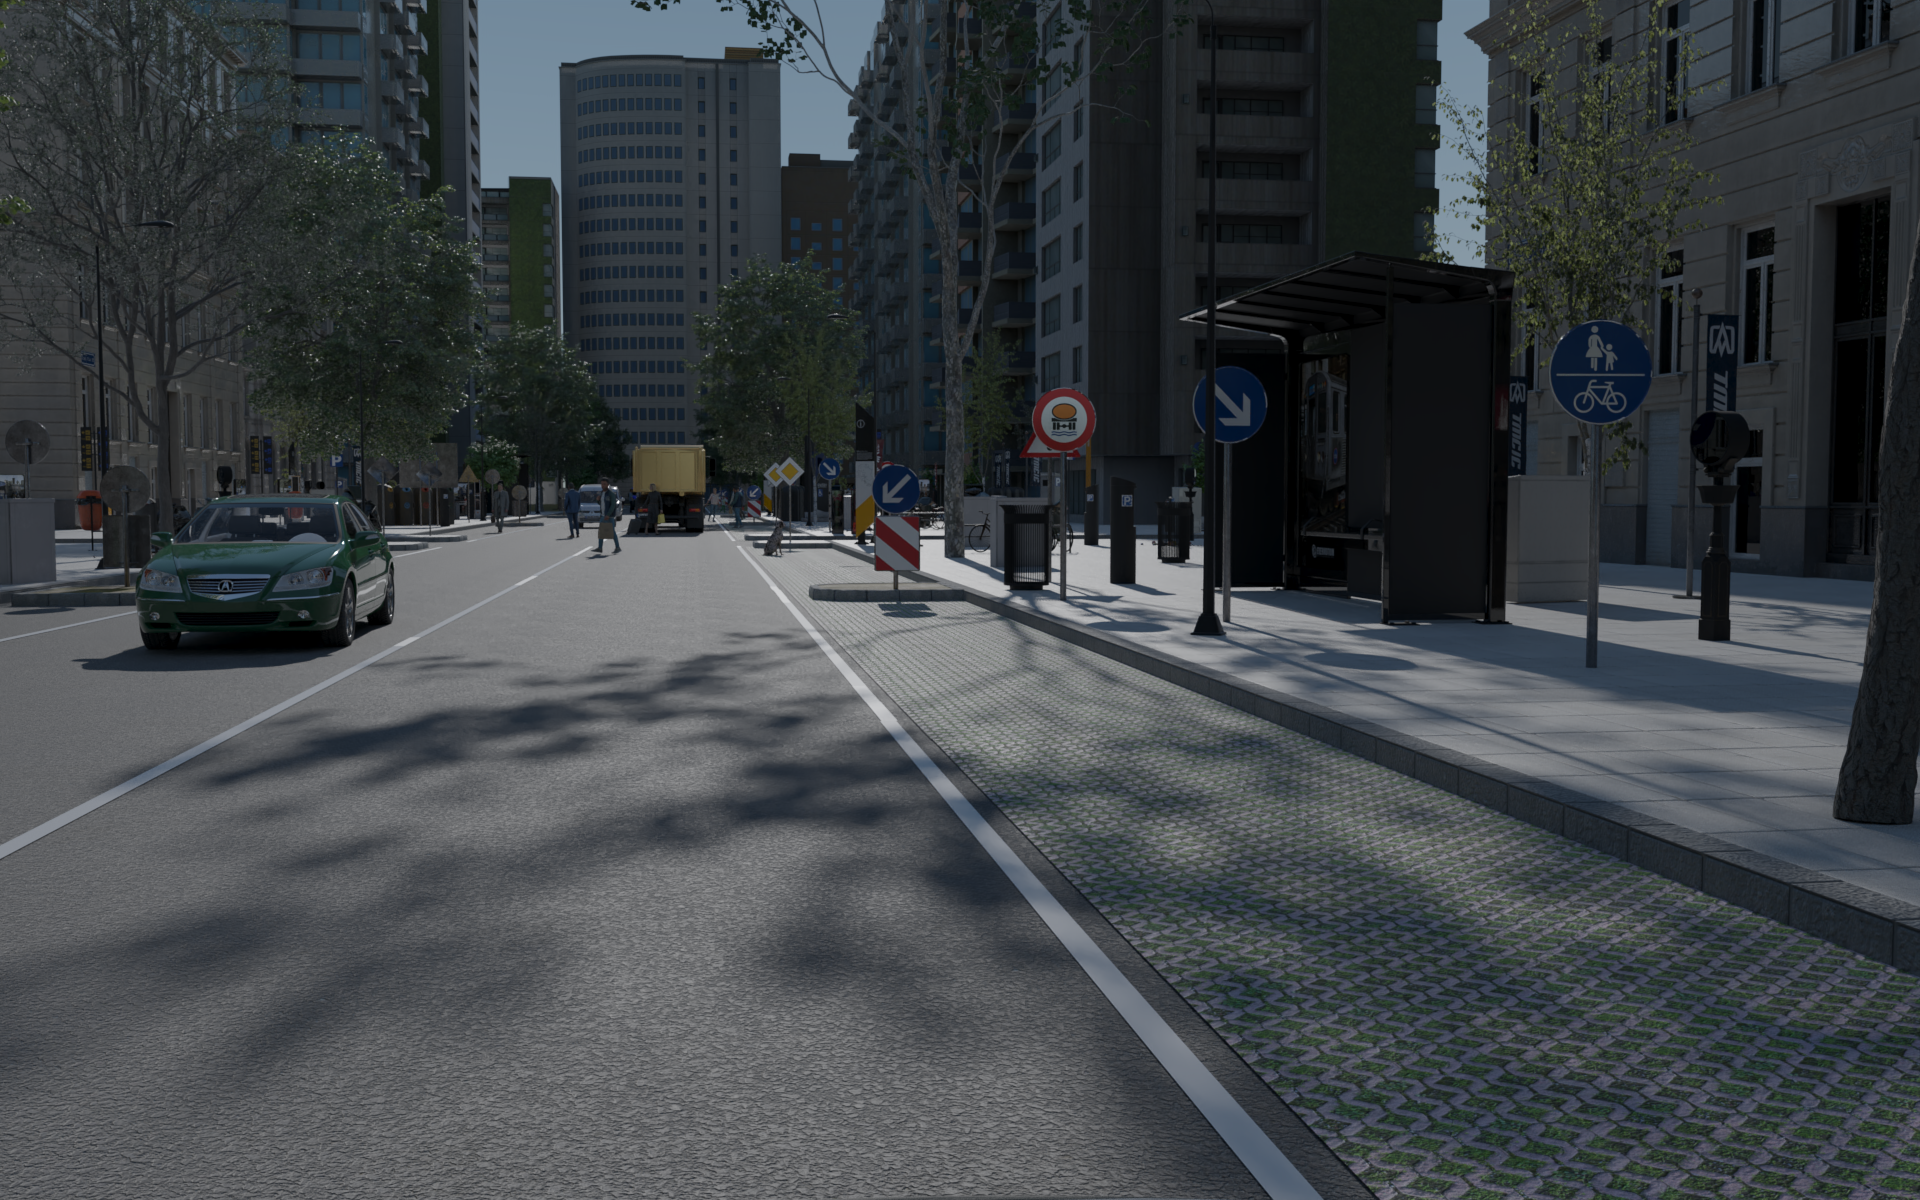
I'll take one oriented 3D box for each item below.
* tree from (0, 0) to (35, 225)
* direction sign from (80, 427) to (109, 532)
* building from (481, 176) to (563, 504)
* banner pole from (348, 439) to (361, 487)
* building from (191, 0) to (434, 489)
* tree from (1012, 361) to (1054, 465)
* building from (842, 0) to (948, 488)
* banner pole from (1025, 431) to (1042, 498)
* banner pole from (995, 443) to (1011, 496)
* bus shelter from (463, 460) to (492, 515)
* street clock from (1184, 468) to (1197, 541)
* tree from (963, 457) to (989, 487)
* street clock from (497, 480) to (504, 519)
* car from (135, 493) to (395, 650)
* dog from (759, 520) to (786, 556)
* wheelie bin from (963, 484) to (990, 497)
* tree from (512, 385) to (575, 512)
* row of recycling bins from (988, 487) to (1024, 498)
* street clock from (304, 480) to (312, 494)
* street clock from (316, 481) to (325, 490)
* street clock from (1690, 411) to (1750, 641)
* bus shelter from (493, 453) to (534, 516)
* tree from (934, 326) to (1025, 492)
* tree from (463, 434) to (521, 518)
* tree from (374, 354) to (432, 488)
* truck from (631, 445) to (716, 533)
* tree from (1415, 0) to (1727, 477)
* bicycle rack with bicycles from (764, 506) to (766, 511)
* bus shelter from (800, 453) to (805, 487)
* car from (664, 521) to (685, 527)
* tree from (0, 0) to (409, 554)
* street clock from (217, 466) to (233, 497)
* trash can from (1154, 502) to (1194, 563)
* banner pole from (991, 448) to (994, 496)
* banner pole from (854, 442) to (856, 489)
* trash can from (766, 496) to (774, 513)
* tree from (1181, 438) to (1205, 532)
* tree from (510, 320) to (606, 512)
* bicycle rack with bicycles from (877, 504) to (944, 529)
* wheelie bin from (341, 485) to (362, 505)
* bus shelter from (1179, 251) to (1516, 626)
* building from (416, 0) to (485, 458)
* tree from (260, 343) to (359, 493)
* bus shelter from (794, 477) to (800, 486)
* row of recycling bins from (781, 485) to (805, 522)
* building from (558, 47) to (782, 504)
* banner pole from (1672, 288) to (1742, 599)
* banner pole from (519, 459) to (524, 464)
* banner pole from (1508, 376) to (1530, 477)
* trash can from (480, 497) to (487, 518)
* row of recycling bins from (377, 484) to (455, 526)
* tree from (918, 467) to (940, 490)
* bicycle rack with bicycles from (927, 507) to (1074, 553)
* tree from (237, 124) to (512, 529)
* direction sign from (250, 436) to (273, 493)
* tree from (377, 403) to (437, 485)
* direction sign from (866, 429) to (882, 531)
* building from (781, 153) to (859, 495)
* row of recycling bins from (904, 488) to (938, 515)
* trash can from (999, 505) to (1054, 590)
[{"bbox_3d":[-13.197,-5.987,16.019,7.486,12.596,7.792,0,3,0],"label":"tree"},{"bbox_3d":[-29.162,-4.064,58.436,0.876,3.537,0.379,0,4,-6],"label":"direction sign"},{"bbox_3d":[-59.257,-33.104,224.837,14.086,41.232,14.154,-1,4,-9],"label":"building"},{"bbox_3d":[-27.598,-5.444,79.028,0.863,3.779,0.401,-1,4,-20],"label":"banner pole"},{"bbox_3d":[-54.828,-31.694,137.803,23.786,49.044,30.456,-1,4,-9],"label":"building"},{"bbox_3d":[5.034,-8.779,93.905,4.360,8.622,3.978,0,3,0],"label":"tree"},{"bbox_3d":[0.109,-34.343,181.108,23.786,49.044,30.456,-1,4,-9],"label":"building"},{"bbox_3d":[2.901,-4.846,69.256,0.863,3.779,0.401,0,4,1],"label":"banner pole"},{"bbox_3d":[2.236,-5.764,84.259,0.401,3.779,0.863,-2,4,-31],"label":"banner pole"},{"bbox_3d":[-29.764,-7.148,108.153,1.731,3.624,6.357,-1,4,-9],"label":"bus shelter"},{"bbox_3d":[6.302,-2.617,47.366,0.358,2.002,0.471,1,4,20],"label":"street clock"},{"bbox_3d":[0.592,-5.853,90.300,1.663,3.219,1.824,0,3,0],"label":"tree"},{"bbox_3d":[-23.944,-5.245,90.324,0.358,2.002,0.471,0,4,-1],"label":"street clock"},{"bbox_3d":[-6.907,-0.354,17.585,2.131,1.459,4.920,-1,4,-11],"label":"car"},{"bbox_3d":[-4.437,-1.429,40.202,0.800,0.831,0.513,-1,4,-8],"label":"dog"},{"bbox_3d":[0.447,-2.872,54.866,0.980,1.594,0.693,0,4,4],"label":"wheelie bin"},{"bbox_3d":[-28.395,-10.225,117.547,4.360,8.622,3.978,0,3,0],"label":"tree"},{"bbox_3d":[2.661,-5.567,98.128,1.069,1.692,3.534,2,4,29],"label":"row of recycling bins"},{"bbox_3d":[-34.189,-5.279,90.886,0.358,2.002,0.471,0,4,-2],"label":"street clock"},{"bbox_3d":[-36.058,-5.697,97.723,0.358,2.002,0.471,1,4,18],"label":"street clock"},{"bbox_3d":[6.624,-0.647,15.152,0.358,2.002,0.471,-1,4,-20],"label":"street clock"},{"bbox_3d":[-26.364,-6.814,102.691,1.731,3.624,6.357,-1,4,-9],"label":"bus shelter"},{"bbox_3d":[0.959,-7.701,76.277,4.737,8.622,4.395,0,3,0],"label":"tree"},{"bbox_3d":[-25.504,-6.786,94.671,4.285,4.588,4.351,0,3,0],"label":"tree"},{"bbox_3d":[-30.538,-8.532,89.866,4.360,8.622,3.978,0,3,0],"label":"tree"},{"bbox_3d":[-11.270,-4.389,67.691,3.469,3.379,9.791,0,4,-8],"label":"truck"},{"bbox_3d":[8.651,-4.512,24.133,4.360,8.622,3.978,0,3,0],"label":"tree"},{"bbox_3d":[-13.020,-7.012,128.027,2.925,0.926,2.852,-1,4,-12],"label":"bicycle rack with bicycles"},{"bbox_3d":[-8.656,-6.733,101.366,1.731,3.624,6.357,-1,4,-9],"label":"bus shelter"},{"bbox_3d":[-12.970,-3.885,75.877,2.083,1.381,4.827,-1,4,-11],"label":"car"},{"bbox_3d":[-17.227,-7.739,36.903,12.009,13.543,11.850,0,3,0],"label":"tree"},{"bbox_3d":[-18.878,-2.443,44.507,0.471,2.002,0.358,3,5,44],"label":"street clock"},{"bbox_3d":[3.992,-1.265,32.334,0.748,1.137,0.748,0,3,0],"label":"trash can"},{"bbox_3d":[1.938,-6.308,93.152,0.863,3.779,0.401,-2,4,-34],"label":"banner pole"},{"bbox_3d":[-4.996,-5.717,83.488,0.401,3.779,0.863,-1,4,-16],"label":"banner pole"},{"bbox_3d":[-12.516,-6.294,114.554,0.748,1.137,0.748,0,3,0],"label":"trash can"},{"bbox_3d":[8.445,-3.983,59.725,1.663,3.219,1.824,0,3,0],"label":"tree"},{"bbox_3d":[-30.497,-13.338,124.726,9.857,13.997,8.962,0,3,0],"label":"tree"},{"bbox_3d":[-1.173,-3.025,62.846,2.925,0.926,2.852,1,4,16],"label":"bicycle rack with bicycles"},{"bbox_3d":[-22.226,-3.397,63.452,0.693,1.594,0.980,1,4,18],"label":"wheelie bin"},{"bbox_3d":[4.195,-1.754,19.964,1.731,3.624,6.357,-1,4,-9],"label":"bus shelter"},{"bbox_3d":[-63.609,-38.785,176.141,28.212,58.520,21.231,-1,4,-9],"label":"building"},{"bbox_3d":[-31.146,-8.055,82.066,4.360,8.622,3.978,0,3,0],"label":"tree"},{"bbox_3d":[-11.715,-7.819,121.764,2.014,3.302,5.546,-1,4,-9],"label":"bus shelter"},{"bbox_3d":[-7.824,-4.605,82.407,1.069,1.692,3.534,0,4,4],"label":"row of recycling bins"},{"bbox_3d":[-38.327,-42.122,230.696,28.212,58.520,21.231,-1,4,-9],"label":"building"},{"bbox_3d":[9.183,-1.909,21.237,0.863,3.779,0.401,-1,4,-17],"label":"banner pole"},{"bbox_3d":[-28.857,-7.576,113.879,0.401,3.779,0.863,1,4,14],"label":"banner pole"},{"bbox_3d":[10.239,-2.584,32.271,0.863,3.779,0.401,-1,4,-23],"label":"banner pole"},{"bbox_3d":[-24.921,-4.786,89.909,0.748,1.137,0.748,0,3,0],"label":"trash can"},{"bbox_3d":[-22.596,-3.936,71.464,1.069,1.692,3.534,3,5,45],"label":"row of recycling bins"},{"bbox_3d":[-2.015,-7.261,113.315,1.663,3.219,1.824,0,3,0],"label":"tree"},{"bbox_3d":[1.363,-1.489,37.729,2.925,0.926,2.852,-3,5,-39],"label":"bicycle rack with bicycles"},{"bbox_3d":[-20.636,-9.398,60.311,9.857,13.997,8.962,0,3,0],"label":"tree"},{"bbox_3d":[-27.240,-4.623,67.588,0.379,3.537,0.876,3,5,39],"label":"direction sign"},{"bbox_3d":[-31.766,-9.070,98.655,4.737,8.622,4.395,0,3,0],"label":"tree"},{"bbox_3d":[-3.158,-4.171,60.195,0.876,3.537,0.379,0,4,-8],"label":"direction sign"},{"bbox_3d":[-16.894,-35.543,231.241,14.200,45.320,14.600,-1,4,-9],"label":"building"},{"bbox_3d":[-2.925,-6.062,106.231,3.534,1.692,1.069,-2,4,-33],"label":"row of recycling bins"},{"bbox_3d":[0.891,-0.708,23.231,0.748,1.137,0.748,0,3,0],"label":"trash can"}]
